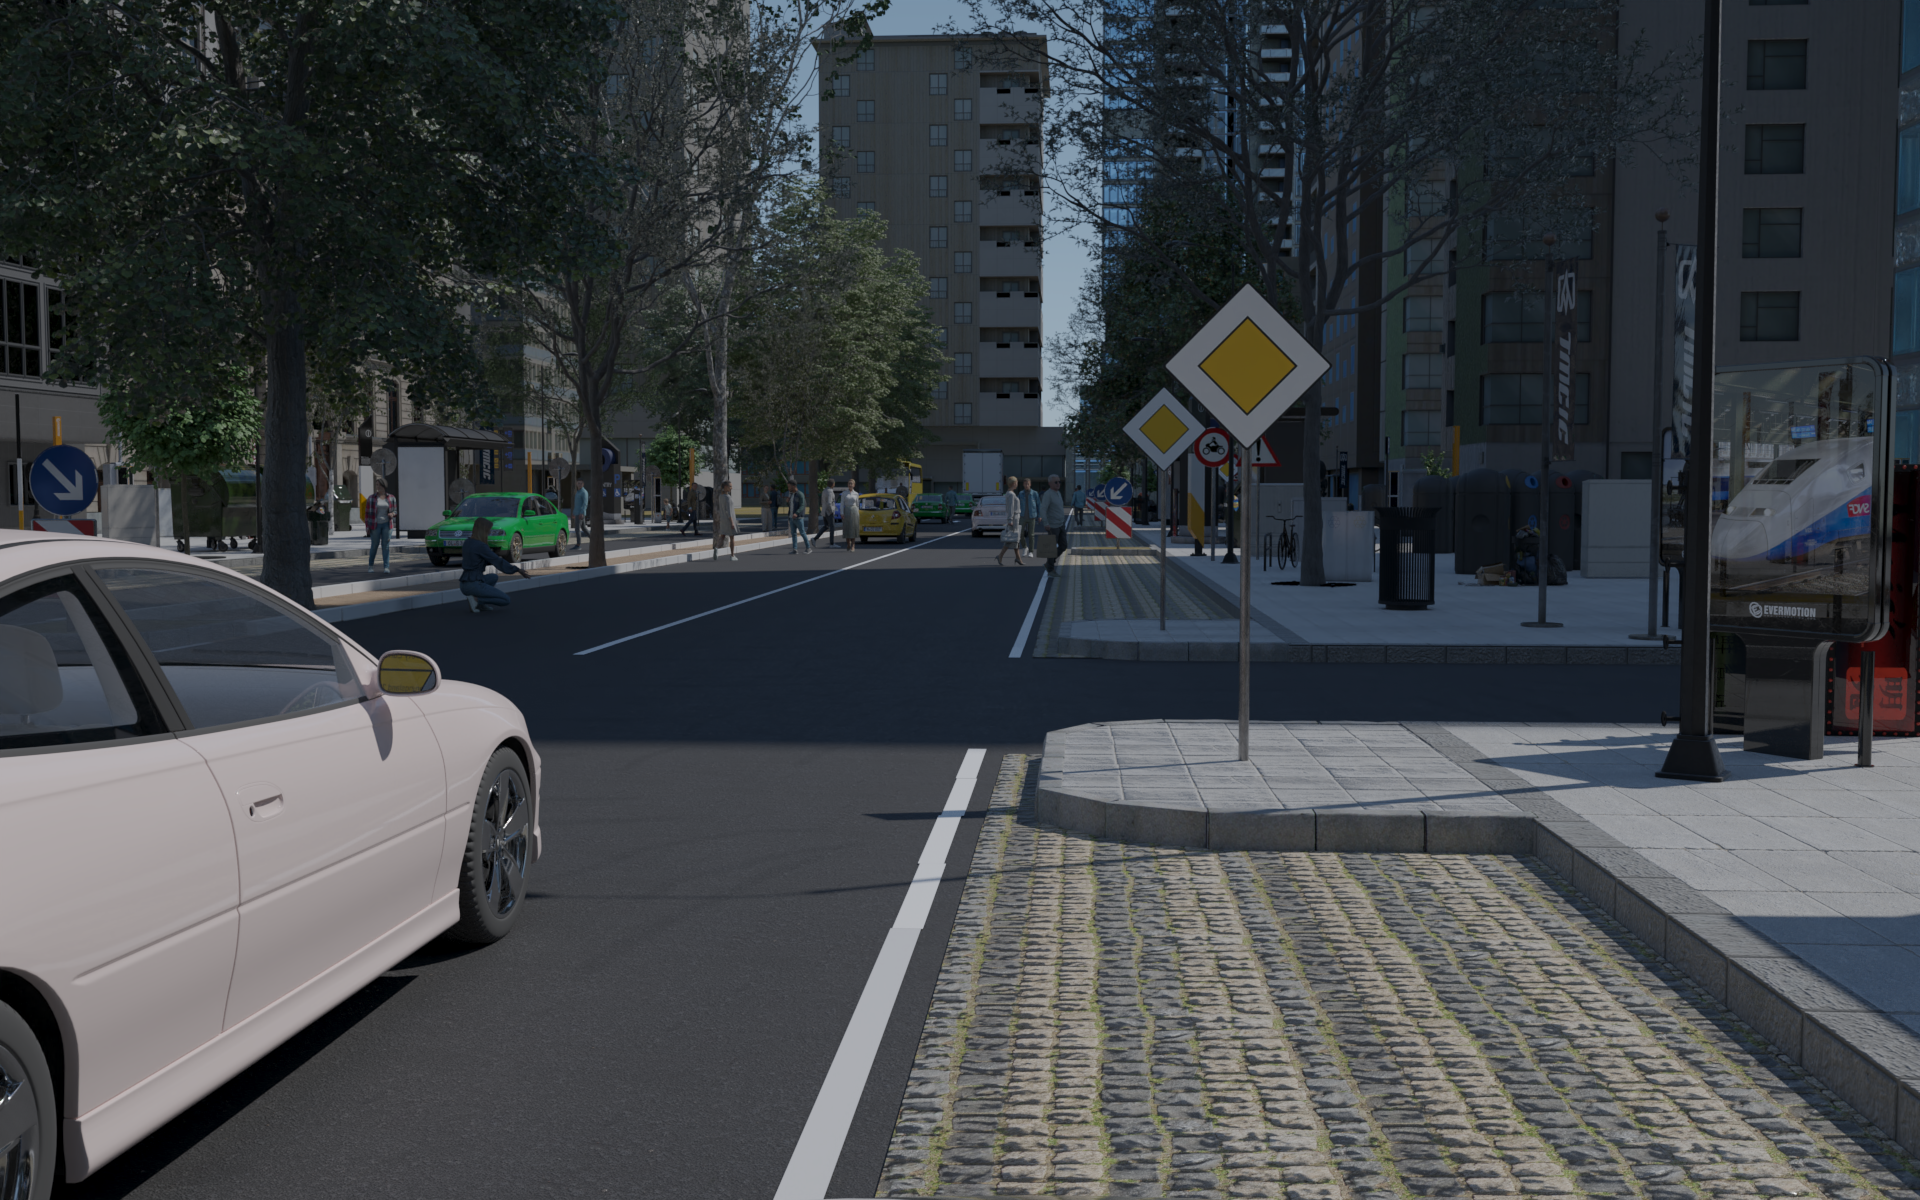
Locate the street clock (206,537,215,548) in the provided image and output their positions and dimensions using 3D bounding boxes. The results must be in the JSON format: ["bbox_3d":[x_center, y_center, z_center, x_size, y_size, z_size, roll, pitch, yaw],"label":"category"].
[{"bbox_3d":[-17.799,-2.237,41.144,0.358,2.002,0.471,-3,5,-40],"label":"street clock"}]

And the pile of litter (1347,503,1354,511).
[{"bbox_3d":[18.986,-4.376,85.512,1.719,0.858,1.176,-3,5,-42],"label":"pile of litter"}]

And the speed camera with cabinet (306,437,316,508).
[{"bbox_3d":[-22.856,-4.028,60.198,0.660,3.252,2.038,-2,4,-29],"label":"speed camera with cabinet"}]

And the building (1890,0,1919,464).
[{"bbox_3d":[66.832,-31.823,139.915,30.456,49.044,23.786,0,4,4],"label":"building"}]

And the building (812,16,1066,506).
[{"bbox_3d":[-1.398,-37.352,199.935,27.495,52.752,28.713,0,4,4],"label":"building"}]

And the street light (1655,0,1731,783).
[{"bbox_3d":[2.794,-2.153,7.739,1.470,5.913,1.316,0,4,4],"label":"street light"}]

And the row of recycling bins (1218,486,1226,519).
[{"bbox_3d":[12.882,-4.712,84.151,1.069,1.692,3.534,-3,5,-42],"label":"row of recycling bins"}]

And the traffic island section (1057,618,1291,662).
[{"bbox_3d":[1.930,0.364,16.322,2.009,0.180,2.903,0,4,4],"label":"traffic island section"}]

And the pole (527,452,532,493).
[{"bbox_3d":[-20.832,-5.506,83.874,0.158,3.312,0.155,0,3,0],"label":"pole"}]

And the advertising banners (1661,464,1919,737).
[{"bbox_3d":[4.798,-0.789,9.085,2.074,3.025,0.090,0,4,6],"label":"advertising banners"}]

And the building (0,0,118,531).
[{"bbox_3d":[-33.206,-15.146,41.148,14.314,27.812,24.014,0,4,4],"label":"building"}]

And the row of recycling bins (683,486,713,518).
[{"bbox_3d":[-13.711,-5.159,91.470,1.069,1.692,3.534,1,4,11],"label":"row of recycling bins"}]

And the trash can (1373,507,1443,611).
[{"bbox_3d":[4.974,-0.466,19.265,0.748,1.137,0.748,0,3,0],"label":"trash can"}]

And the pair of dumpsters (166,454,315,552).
[{"bbox_3d":[-16.622,-2.300,40.103,1.574,2.255,4.437,0,4,4],"label":"pair of dumpsters"}]

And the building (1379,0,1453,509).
[{"bbox_3d":[27.274,-24.387,82.327,14.154,41.232,14.086,0,4,4],"label":"building"}]

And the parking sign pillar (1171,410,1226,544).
[{"bbox_3d":[6.210,-3.457,44.988,1.447,3.967,1.447,-1,4,-23],"label":"parking sign pillar"}]

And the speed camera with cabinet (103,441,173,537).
[{"bbox_3d":[-24.148,-3.476,51.168,0.660,3.252,2.038,3,5,43],"label":"speed camera with cabinet"}]

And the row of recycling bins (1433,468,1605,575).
[{"bbox_3d":[9.419,-1.315,28.621,3.534,1.692,1.069,-3,4,-37],"label":"row of recycling bins"}]

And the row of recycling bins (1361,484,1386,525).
[{"bbox_3d":[17.510,-4.008,72.650,1.069,1.692,3.534,1,4,21],"label":"row of recycling bins"}]

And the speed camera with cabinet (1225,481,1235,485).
[{"bbox_3d":[14.882,-5.876,90.408,2.038,3.252,0.660,1,4,17],"label":"speed camera with cabinet"}]

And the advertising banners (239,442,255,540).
[{"bbox_3d":[-20.282,-3.253,49.381,0.090,3.025,2.074,-1,4,-8],"label":"advertising banners"}]

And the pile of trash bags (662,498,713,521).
[{"bbox_3d":[-12.902,-4.608,85.101,1.912,1.369,3.447,3,4,38],"label":"pile of trash bags"}]

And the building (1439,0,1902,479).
[{"bbox_3d":[23.779,-17.588,59.264,14.160,30.474,14.107,0,4,4],"label":"building"}]

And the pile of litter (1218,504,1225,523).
[{"bbox_3d":[11.538,-3.819,76.404,1.719,0.858,1.176,1,4,16],"label":"pile of litter"}]

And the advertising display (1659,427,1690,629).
[{"bbox_3d":[6.932,-0.676,16.260,0.123,1.923,0.974,-1,4,-17],"label":"advertising display"}]

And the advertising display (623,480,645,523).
[{"bbox_3d":[-14.630,-4.439,77.798,0.974,1.923,0.123,0,4,2],"label":"advertising display"}]

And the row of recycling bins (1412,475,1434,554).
[{"bbox_3d":[11.350,-1.912,38.367,3.534,1.692,1.069,-3,4,-38],"label":"row of recycling bins"}]

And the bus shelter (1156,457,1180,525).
[{"bbox_3d":[8.656,-4.547,68.263,2.014,3.302,5.546,0,4,4],"label":"bus shelter"}]

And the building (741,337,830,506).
[{"bbox_3d":[-29.555,-21.859,202.431,28.899,21.520,27.650,0,4,4],"label":"building"}]

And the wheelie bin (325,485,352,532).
[{"bbox_3d":[-21.337,-3.148,59.381,0.693,1.594,0.980,2,4,29],"label":"wheelie bin"}]

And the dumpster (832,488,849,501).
[{"bbox_3d":[-7.676,-6.526,114.922,1.865,1.857,1.264,0,4,4],"label":"dumpster"}]

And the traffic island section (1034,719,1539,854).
[{"bbox_3d":[1.386,0.852,8.355,2.009,0.180,2.903,0,4,4],"label":"traffic island section"}]

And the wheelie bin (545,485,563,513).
[{"bbox_3d":[-14.996,-3.413,63.715,0.693,1.594,0.980,-2,4,-27],"label":"wheelie bin"}]

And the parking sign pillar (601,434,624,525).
[{"bbox_3d":[-14.971,-5.191,73.348,1.447,3.967,1.447,2,4,35],"label":"parking sign pillar"}]

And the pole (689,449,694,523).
[{"bbox_3d":[-12.002,-5.122,77.587,0.158,3.312,0.155,0,3,0],"label":"pole"}]

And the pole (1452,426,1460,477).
[{"bbox_3d":[14.842,-3.550,51.879,0.158,3.312,0.155,0,3,0],"label":"pole"}]

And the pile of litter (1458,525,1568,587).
[{"bbox_3d":[7.835,-0.644,24.487,1.719,0.858,1.176,0,4,-3],"label":"pile of litter"}]

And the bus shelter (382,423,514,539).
[{"bbox_3d":[-15.254,-3.553,52.021,2.014,3.302,5.546,0,4,4],"label":"bus shelter"}]

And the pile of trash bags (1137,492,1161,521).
[{"bbox_3d":[9.441,-4.474,82.907,1.912,1.369,3.447,-2,4,-24],"label":"pile of trash bags"}]

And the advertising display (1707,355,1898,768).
[{"bbox_3d":[4.047,-0.199,8.463,0.123,1.923,0.974,-2,4,-30],"label":"advertising display"}]

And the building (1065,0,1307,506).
[{"bbox_3d":[27.548,-53.873,193.498,31.000,86.520,22.319,0,4,4],"label":"building"}]

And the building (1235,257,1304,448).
[{"bbox_3d":[37.464,-18.032,139.857,27.650,21.520,28.899,0,4,4],"label":"building"}]

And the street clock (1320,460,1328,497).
[{"bbox_3d":[7.542,-1.973,36.821,0.358,2.002,0.471,-2,4,-25],"label":"street clock"}]

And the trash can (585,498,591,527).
[{"bbox_3d":[-14.239,-3.395,67.167,0.748,1.137,0.748,0,3,0],"label":"trash can"}]

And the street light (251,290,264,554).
[{"bbox_3d":[-14.545,-3.948,37.092,1.470,5.913,1.316,0,4,4],"label":"street light"}]

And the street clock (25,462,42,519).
[{"bbox_3d":[-20.726,-2.098,38.870,0.471,2.002,0.358,2,4,32],"label":"street clock"}]

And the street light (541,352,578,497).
[{"bbox_3d":[-13.180,-5.162,56.940,1.470,5.913,1.316,0,4,4],"label":"street light"}]

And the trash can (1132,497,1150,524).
[{"bbox_3d":[7.637,-3.764,73.202,0.748,1.137,0.748,0,3,0],"label":"trash can"}]

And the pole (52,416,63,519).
[{"bbox_3d":[-23.726,-3.165,45.585,0.158,3.312,0.155,0,3,0],"label":"pole"}]

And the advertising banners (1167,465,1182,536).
[{"bbox_3d":[6.110,-3.233,49.046,0.090,3.025,2.074,0,4,-6],"label":"advertising banners"}]

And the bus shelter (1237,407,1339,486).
[{"bbox_3d":[8.382,-4.181,45.991,2.179,5.291,8.768,0,4,4],"label":"bus shelter"}]

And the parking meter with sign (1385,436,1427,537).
[{"bbox_3d":[13.717,-3.423,52.227,1.738,3.016,0.543,1,4,18],"label":"parking meter with sign"}]

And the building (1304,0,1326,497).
[{"bbox_3d":[32.323,-41.326,113.925,20.563,71.187,20.611,0,4,4],"label":"building"}]

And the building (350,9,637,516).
[{"bbox_3d":[-37.182,-25.321,105.887,32.217,40.220,23.993,0,4,4],"label":"building"}]

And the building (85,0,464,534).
[{"bbox_3d":[-31.620,-15.378,70.517,14.460,24.649,34.723,0,4,4],"label":"building"}]

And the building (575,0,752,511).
[{"bbox_3d":[-32.664,-33.932,144.029,27.495,52.752,28.713,0,4,4],"label":"building"}]

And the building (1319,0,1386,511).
[{"bbox_3d":[28.247,-27.312,96.666,14.600,45.320,14.200,0,4,4],"label":"building"}]

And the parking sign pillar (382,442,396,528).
[{"bbox_3d":[-21.192,-4.720,65.640,1.447,3.967,1.447,-1,4,-17],"label":"parking sign pillar"}]

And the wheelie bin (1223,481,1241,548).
[{"bbox_3d":[6.655,-2.044,41.329,0.693,1.594,0.980,0,4,2],"label":"wheelie bin"}]
